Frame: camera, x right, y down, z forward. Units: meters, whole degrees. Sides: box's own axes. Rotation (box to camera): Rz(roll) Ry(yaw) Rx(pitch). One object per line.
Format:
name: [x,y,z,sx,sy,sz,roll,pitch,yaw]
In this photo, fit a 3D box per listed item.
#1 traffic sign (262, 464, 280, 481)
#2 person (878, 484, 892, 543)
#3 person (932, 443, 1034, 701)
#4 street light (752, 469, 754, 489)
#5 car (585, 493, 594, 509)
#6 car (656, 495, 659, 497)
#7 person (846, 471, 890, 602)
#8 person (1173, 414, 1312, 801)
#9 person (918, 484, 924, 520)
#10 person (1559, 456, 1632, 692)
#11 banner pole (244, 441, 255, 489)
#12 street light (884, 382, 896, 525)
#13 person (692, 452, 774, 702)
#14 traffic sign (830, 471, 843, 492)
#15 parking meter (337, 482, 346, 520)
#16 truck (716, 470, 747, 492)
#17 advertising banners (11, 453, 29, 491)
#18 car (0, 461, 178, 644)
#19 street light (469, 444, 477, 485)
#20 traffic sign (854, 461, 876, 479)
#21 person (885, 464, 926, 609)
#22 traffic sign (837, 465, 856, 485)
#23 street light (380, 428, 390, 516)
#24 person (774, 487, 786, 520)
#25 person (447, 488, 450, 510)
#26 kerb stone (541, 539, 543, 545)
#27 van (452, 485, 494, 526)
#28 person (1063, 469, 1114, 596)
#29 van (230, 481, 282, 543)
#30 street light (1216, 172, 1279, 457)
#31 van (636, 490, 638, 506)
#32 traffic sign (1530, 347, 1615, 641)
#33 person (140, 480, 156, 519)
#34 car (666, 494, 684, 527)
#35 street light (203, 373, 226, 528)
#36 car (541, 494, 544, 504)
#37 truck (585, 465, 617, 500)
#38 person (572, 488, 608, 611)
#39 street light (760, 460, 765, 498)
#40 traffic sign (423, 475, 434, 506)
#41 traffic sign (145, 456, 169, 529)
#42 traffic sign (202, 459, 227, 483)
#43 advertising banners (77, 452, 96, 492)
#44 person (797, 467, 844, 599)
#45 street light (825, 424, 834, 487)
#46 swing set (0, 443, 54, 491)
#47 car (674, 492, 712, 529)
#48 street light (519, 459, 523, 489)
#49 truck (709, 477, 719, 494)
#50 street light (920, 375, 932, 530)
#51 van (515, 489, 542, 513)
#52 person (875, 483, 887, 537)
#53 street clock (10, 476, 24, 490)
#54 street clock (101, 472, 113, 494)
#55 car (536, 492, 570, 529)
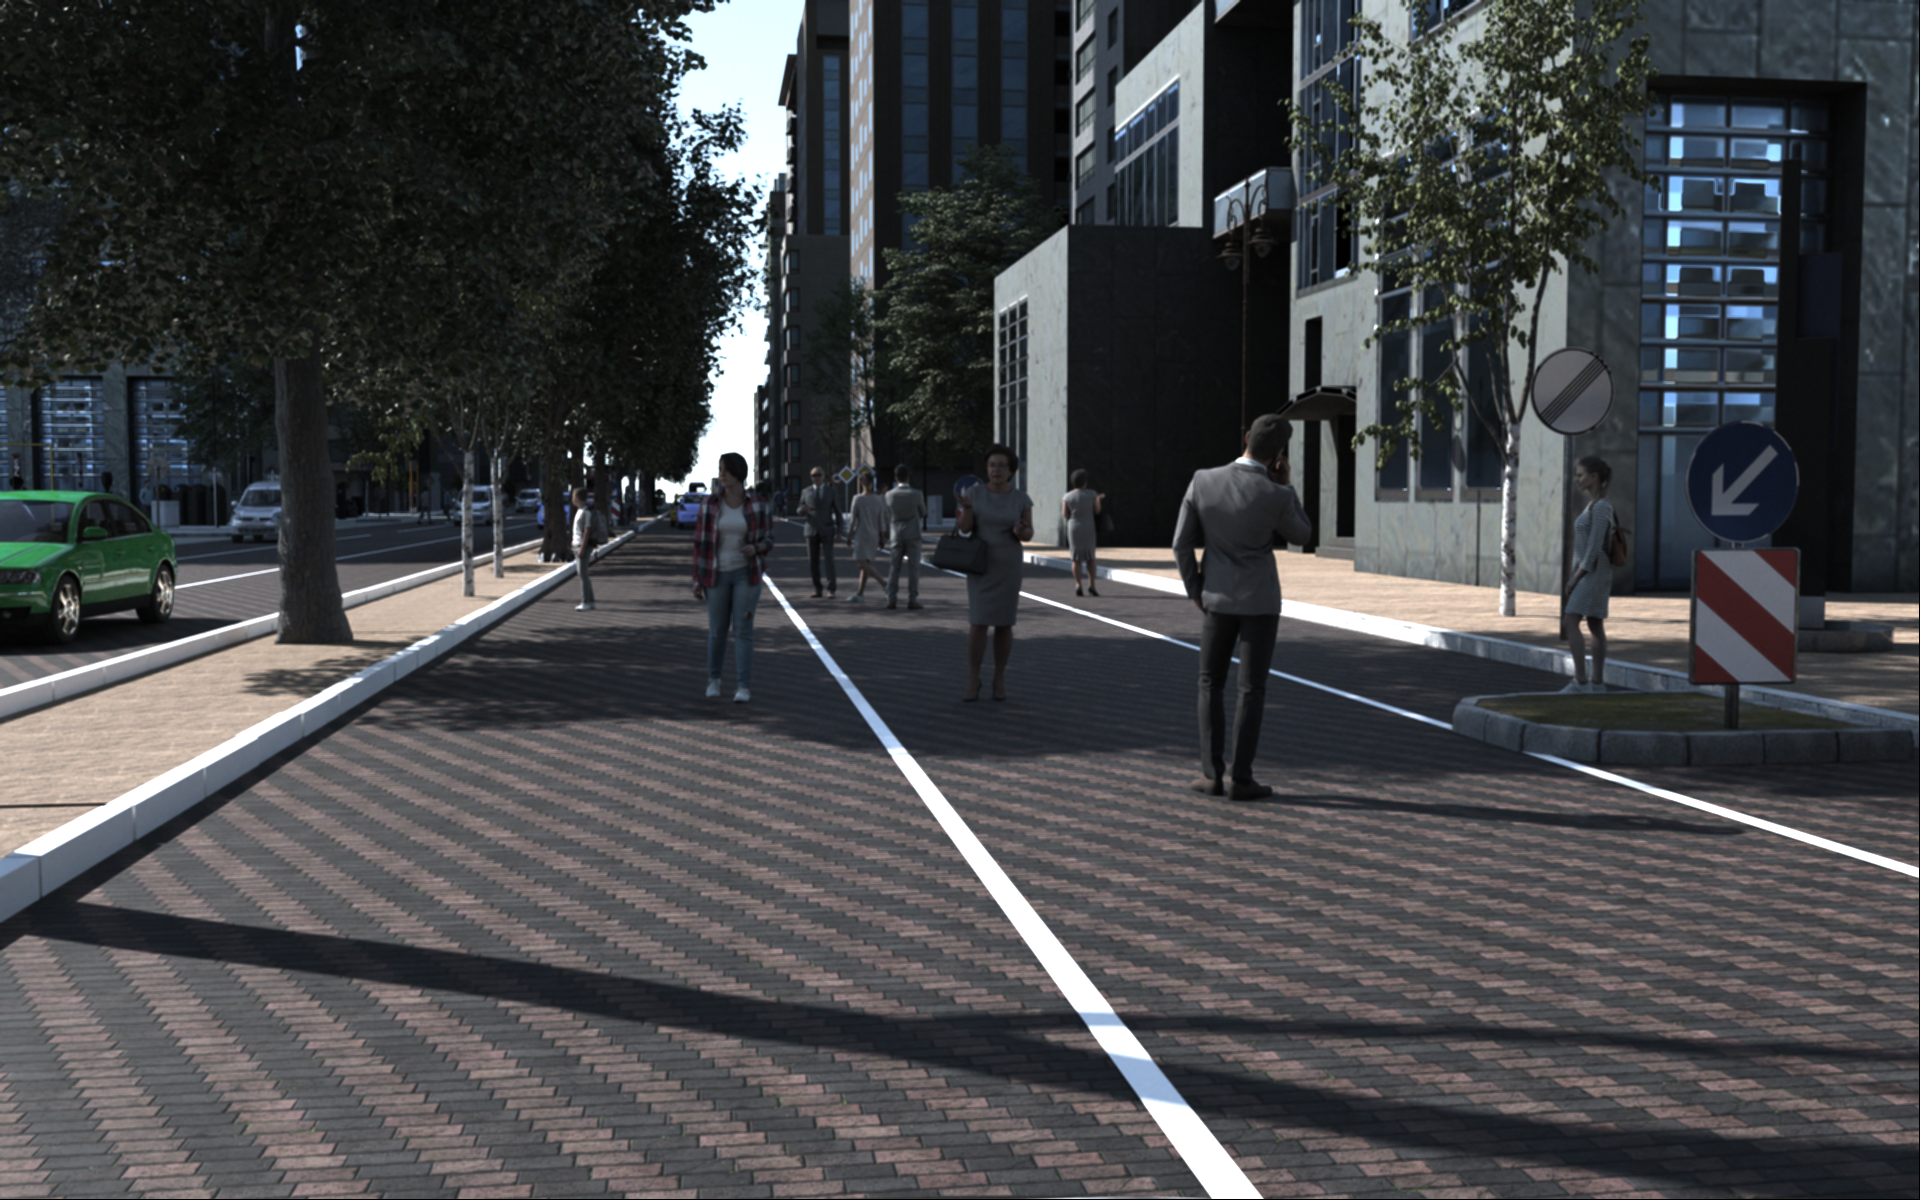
traffic sign: [-26.277,-3.917,66.236,0.795,2.593,0.064,-1,4,-8]
person: [-2.244,-2.532,50.644,0.466,1.731,0.760,3,5,39]
person: [0.164,-0.191,11.985,0.716,1.782,0.532,0,4,-3]
street light: [-31.591,-17.848,264.608,0.468,5.910,1.993,-1,4,-8]
car: [-31.700,-8.537,148.620,2.155,1.783,4.494,-1,4,-9]
car: [-40.475,-13.499,229.501,1.959,1.807,4.718,-1,4,-9]
person: [-1.185,-0.836,22.920,0.760,1.731,0.466,2,4,26]
person: [1.324,0.030,8.194,0.592,1.802,0.473,3,4,38]
person: [-2.002,-4.813,85.281,0.519,1.759,0.362,-3,4,-36]
person: [4.486,-0.171,12.304,0.522,1.701,0.512,1,4,13]
banner pole: [-32.710,-5.499,79.931,0.863,3.779,0.401,0,4,7]
street light: [-2.824,-6.045,71.626,0.468,5.910,1.993,-1,4,-8]
person: [-1.576,-0.166,12.058,0.563,1.720,0.643,0,4,-1]
traffic sign: [-6.886,-5.918,96.862,0.768,2.556,0.104,0,4,-5]
parking meter: [-31.203,-4.995,87.376,0.399,1.863,0.255,1,4,12]
truck: [-20.335,-10.077,154.524,2.967,4.110,18.799,0,4,-8]
advertising banners: [-39.663,-4.759,74.004,2.074,3.025,0.090,1,4,15]
car: [-9.556,-0.551,17.804,1.959,1.807,4.718,0,4,-7]
street light: [-39.609,-10.339,141.835,0.468,5.910,1.993,-1,4,-8]
traffic sign: [-3.342,-3.630,61.548,0.795,2.593,0.064,-1,4,-8]
person: [-0.677,-0.797,21.718,0.511,1.800,0.466,0,4,-1]
traffic sign: [-4.520,-4.114,69.446,0.795,2.593,0.064,-1,4,-8]
street light: [-33.716,-7.897,101.898,0.468,5.910,1.993,-1,4,-8]
person: [-10.109,-5.420,97.296,0.721,1.800,0.419,-1,4,-13]
person: [-41.478,-8.181,140.078,0.678,1.792,0.850,2,4,28]
kerb stone: [-11.674,-1.574,47.932,0.120,0.150,1.000,-1,4,-8]
van: [-22.118,-4.413,79.164,2.013,2.044,4.112,-1,4,-9]
person: [1.812,-0.949,24.378,0.716,1.782,0.532,1,4,10]
van: [-20.883,-2.783,52.513,2.013,2.044,4.112,-1,4,-10]
street light: [4.170,-3.212,25.302,0.468,5.910,1.993,-1,4,-8]
van: [-32.198,-10.098,172.119,2.013,2.044,4.112,0,4,-7]
traffic sign: [5.303,-0.918,15.110,0.768,2.556,0.104,0,4,-7]
person: [-31.738,-3.765,67.627,0.620,1.820,0.660,1,4,20]
car: [-12.049,-4.091,77.116,2.015,1.641,3.980,-1,4,-9]
street light: [-28.424,-5.707,66.096,0.468,5.910,1.993,-1,4,-8]
car: [-34.343,-8.325,144.912,1.959,1.807,4.718,-1,4,-9]
truck: [-35.414,-11.127,170.835,2.839,4.237,11.283,0,4,-8]
person: [-4.650,-0.633,21.439,0.503,1.515,0.523,3,4,39]
street light: [-26.140,-15.607,227.960,0.468,5.910,1.993,-1,4,-8]
traffic sign: [-35.248,-7.021,114.898,0.768,2.556,0.104,0,4,-3]
traffic sign: [-26.736,-3.523,57.706,0.768,2.556,0.104,0,4,-4]
traffic sign: [-25.100,-3.434,58.337,0.795,2.593,0.064,-1,4,-8]
advertising banners: [-36.917,-4.714,73.266,0.090,3.025,2.074,0,4,-7]
person: [-1.940,-0.928,23.846,0.661,1.801,0.590,0,4,6]
street light: [-8.082,-8.241,107.532,0.468,5.910,1.993,-1,4,-8]
swing set: [-29.469,-3.415,53.460,3.119,2.851,2.862,-2,4,-27]
car: [-10.827,-3.792,71.593,1.945,1.707,3.694,-1,4,-10]
street light: [-44.973,-12.545,177.897,0.468,5.910,1.993,-1,4,-8]
truck: [-41.274,-18.765,295.727,2.839,4.237,11.283,-1,4,-10]
street light: [-1.245,-5.400,61.086,0.468,5.910,1.993,-1,4,-8]
van: [-33.622,-7.834,135.103,2.013,2.044,4.112,0,4,-7]
person: [-2.731,-3.045,58.471,0.419,1.800,0.721,-1,4,-22]
street clock: [-38.234,-4.016,70.238,0.471,2.002,0.358,-3,5,-40]
street clock: [-28.027,-3.203,56.943,0.358,2.002,0.471,-3,5,-41]
car: [-16.459,-3.790,71.552,1.945,1.707,3.694,0,4,-8]
